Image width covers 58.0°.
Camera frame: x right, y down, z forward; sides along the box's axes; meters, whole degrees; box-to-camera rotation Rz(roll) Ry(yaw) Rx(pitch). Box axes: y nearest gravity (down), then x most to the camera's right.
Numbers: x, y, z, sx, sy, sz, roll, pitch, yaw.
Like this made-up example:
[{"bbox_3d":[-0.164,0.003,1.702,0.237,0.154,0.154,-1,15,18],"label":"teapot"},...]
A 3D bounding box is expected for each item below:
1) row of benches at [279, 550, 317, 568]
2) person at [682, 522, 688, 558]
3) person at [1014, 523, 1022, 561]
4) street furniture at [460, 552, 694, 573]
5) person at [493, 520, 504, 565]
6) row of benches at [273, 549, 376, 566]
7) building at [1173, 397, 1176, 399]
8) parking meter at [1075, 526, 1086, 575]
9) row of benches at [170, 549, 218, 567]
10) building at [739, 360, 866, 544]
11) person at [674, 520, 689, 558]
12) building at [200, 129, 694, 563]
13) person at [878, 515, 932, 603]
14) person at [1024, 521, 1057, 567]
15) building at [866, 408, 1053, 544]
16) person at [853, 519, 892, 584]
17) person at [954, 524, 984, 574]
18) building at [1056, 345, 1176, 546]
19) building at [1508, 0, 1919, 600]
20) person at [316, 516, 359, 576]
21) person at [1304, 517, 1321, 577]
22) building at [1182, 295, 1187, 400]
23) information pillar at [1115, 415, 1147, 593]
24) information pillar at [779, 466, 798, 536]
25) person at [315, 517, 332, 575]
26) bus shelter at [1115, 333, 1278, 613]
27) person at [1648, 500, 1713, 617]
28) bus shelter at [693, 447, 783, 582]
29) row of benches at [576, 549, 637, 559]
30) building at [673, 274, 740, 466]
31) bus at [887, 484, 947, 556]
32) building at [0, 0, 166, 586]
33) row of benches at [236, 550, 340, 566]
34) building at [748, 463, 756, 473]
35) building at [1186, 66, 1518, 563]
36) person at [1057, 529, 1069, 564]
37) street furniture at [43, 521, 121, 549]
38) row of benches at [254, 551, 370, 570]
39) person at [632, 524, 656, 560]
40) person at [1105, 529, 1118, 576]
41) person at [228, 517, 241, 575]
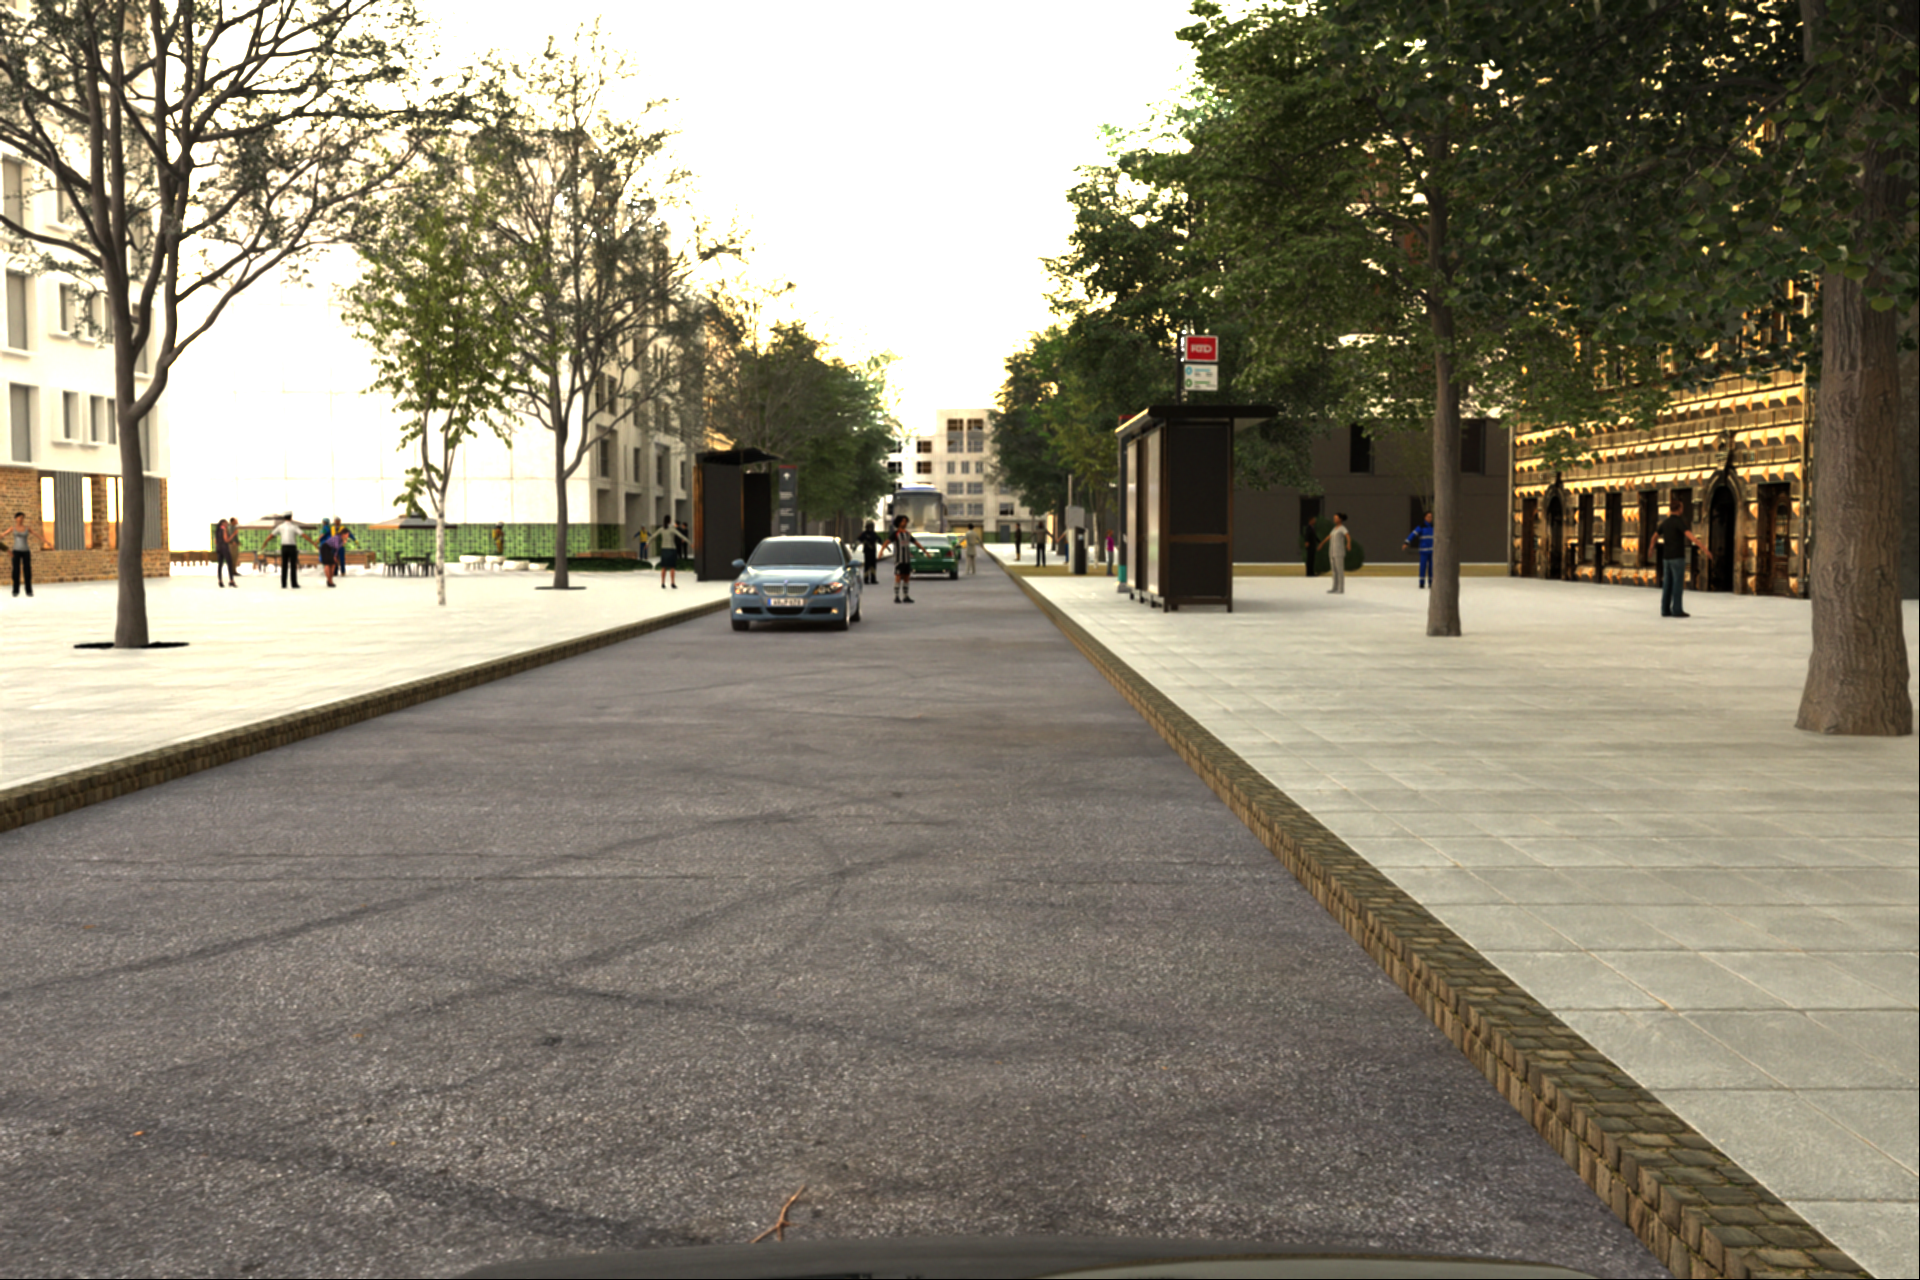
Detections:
[{"bbox_3d":[-25.384,-3.110,66.312,1.422,0.672,4.104,-2,4,-31],"label":"row of benches"},{"bbox_3d":[-12.489,-4.421,78.463,0.705,1.806,1.347,-1,4,-10],"label":"person"},{"bbox_3d":[2.749,-4.704,83.054,0.704,1.812,1.346,0,4,5],"label":"person"},{"bbox_3d":[-13.042,-2.785,61.165,10.072,0.657,5.734,3,4,37],"label":"street furniture"},{"bbox_3d":[-19.248,-4.087,72.583,0.705,1.858,1.354,-1,4,-15],"label":"person"},{"bbox_3d":[-26.103,-3.424,71.437,4.104,0.672,1.422,-1,4,-14],"label":"row of benches"},{"bbox_3d":[25.137,-20.042,184.101,16.016,20.090,11.380,0,4,0],"label":"building"},{"bbox_3d":[3.823,-2.846,54.950,0.372,1.533,0.369,0,3,0],"label":"parking meter"},{"bbox_3d":[-31.014,-3.304,69.482,1.422,0.672,4.104,0,4,5],"label":"row of benches"},{"bbox_3d":[-26.643,-22.997,219.983,27.936,21.610,32.646,0,4,0],"label":"building"},{"bbox_3d":[-11.333,-3.885,69.447,0.705,1.837,1.347,3,5,40],"label":"person"},{"bbox_3d":[-24.849,-13.778,91.730,16.747,18.905,31.486,0,4,0],"label":"building"},{"bbox_3d":[-1.189,-1.684,36.129,1.345,1.843,0.704,-3,4,-38],"label":"person"},{"bbox_3d":[3.167,-3.776,67.867,1.348,1.813,0.705,1,4,17],"label":"person"},{"bbox_3d":[-2.374,-23.263,249.261,31.486,18.905,16.747,0,4,7],"label":"building"},{"bbox_3d":[-2.562,-2.534,49.661,1.354,1.856,0.705,-3,5,-39],"label":"person"},{"bbox_3d":[0.360,-3.260,61.942,1.347,1.806,0.705,-3,4,-37],"label":"person"},{"bbox_3d":[25.139,-22.001,203.692,27.936,21.610,32.646,0,4,0],"label":"building"},{"bbox_3d":[25.700,-12.919,42.158,19.493,23.208,18.063,0,4,0],"label":"building"},{"bbox_3d":[-18.988,-2.868,52.868,1.349,1.833,0.705,0,4,2],"label":"person"},{"bbox_3d":[10.593,-2.807,52.123,0.704,1.802,1.346,2,4,31],"label":"person"},{"bbox_3d":[21.687,-16.658,128.781,16.016,20.090,11.380,0,4,0],"label":"building"},{"bbox_3d":[3.808,-2.971,37.957,0.750,3.857,0.750,0,4,0],"label":"information pillar"},{"bbox_3d":[-6.512,-4.671,65.747,0.750,3.857,0.750,0,4,2],"label":"information pillar"},{"bbox_3d":[-20.174,-2.992,55.046,0.704,1.817,1.347,0,3,0],"label":"person"},{"bbox_3d":[4.126,-3.349,32.392,2.179,5.291,8.768,0,3,0],"label":"bus shelter"},{"bbox_3d":[11.103,-1.263,26.861,0.705,1.803,1.348,-1,4,-18],"label":"person"},{"bbox_3d":[-6.306,-3.581,49.824,1.731,3.624,6.357,0,4,1],"label":"bus shelter"},{"bbox_3d":[-14.397,-3.395,70.968,1.422,0.672,4.104,1,4,17],"label":"row of benches"},{"bbox_3d":[-25.882,-17.782,121.672,19.493,23.208,18.063,0,4,0],"label":"building"},{"bbox_3d":[-2.027,-5.995,89.563,2.896,3.916,12.251,0,4,0],"label":"bus"},{"bbox_3d":[-28.597,-11.136,38.501,16.016,20.090,11.380,0,4,-1],"label":"building"},{"bbox_3d":[-26.914,-3.294,69.317,4.104,0.672,1.422,-1,4,-14],"label":"row of benches"},{"bbox_3d":[-25.794,-14.838,184.743,9.099,9.664,28.070,0,4,0],"label":"building"},{"bbox_3d":[25.669,-15.193,92.378,27.936,21.610,32.646,0,4,0],"label":"building"},{"bbox_3d":[4.653,-4.185,74.282,0.705,1.847,1.347,3,5,44],"label":"person"},{"bbox_3d":[-32.447,-3.100,57.538,11.010,1.723,9.812,3,5,40],"label":"street furniture"},{"bbox_3d":[-23.654,-2.909,63.018,4.104,0.672,1.422,0,4,-8],"label":"row of benches"},{"bbox_3d":[-15.594,-4.832,85.472,1.216,1.772,0.721,-2,4,-29],"label":"person"},{"bbox_3d":[4.650,-2.669,52.904,0.599,1.433,0.991,2,4,26],"label":"person"},{"bbox_3d":[-22.539,-2.908,53.818,0.705,1.796,1.348,-1,4,-16],"label":"person"}]
